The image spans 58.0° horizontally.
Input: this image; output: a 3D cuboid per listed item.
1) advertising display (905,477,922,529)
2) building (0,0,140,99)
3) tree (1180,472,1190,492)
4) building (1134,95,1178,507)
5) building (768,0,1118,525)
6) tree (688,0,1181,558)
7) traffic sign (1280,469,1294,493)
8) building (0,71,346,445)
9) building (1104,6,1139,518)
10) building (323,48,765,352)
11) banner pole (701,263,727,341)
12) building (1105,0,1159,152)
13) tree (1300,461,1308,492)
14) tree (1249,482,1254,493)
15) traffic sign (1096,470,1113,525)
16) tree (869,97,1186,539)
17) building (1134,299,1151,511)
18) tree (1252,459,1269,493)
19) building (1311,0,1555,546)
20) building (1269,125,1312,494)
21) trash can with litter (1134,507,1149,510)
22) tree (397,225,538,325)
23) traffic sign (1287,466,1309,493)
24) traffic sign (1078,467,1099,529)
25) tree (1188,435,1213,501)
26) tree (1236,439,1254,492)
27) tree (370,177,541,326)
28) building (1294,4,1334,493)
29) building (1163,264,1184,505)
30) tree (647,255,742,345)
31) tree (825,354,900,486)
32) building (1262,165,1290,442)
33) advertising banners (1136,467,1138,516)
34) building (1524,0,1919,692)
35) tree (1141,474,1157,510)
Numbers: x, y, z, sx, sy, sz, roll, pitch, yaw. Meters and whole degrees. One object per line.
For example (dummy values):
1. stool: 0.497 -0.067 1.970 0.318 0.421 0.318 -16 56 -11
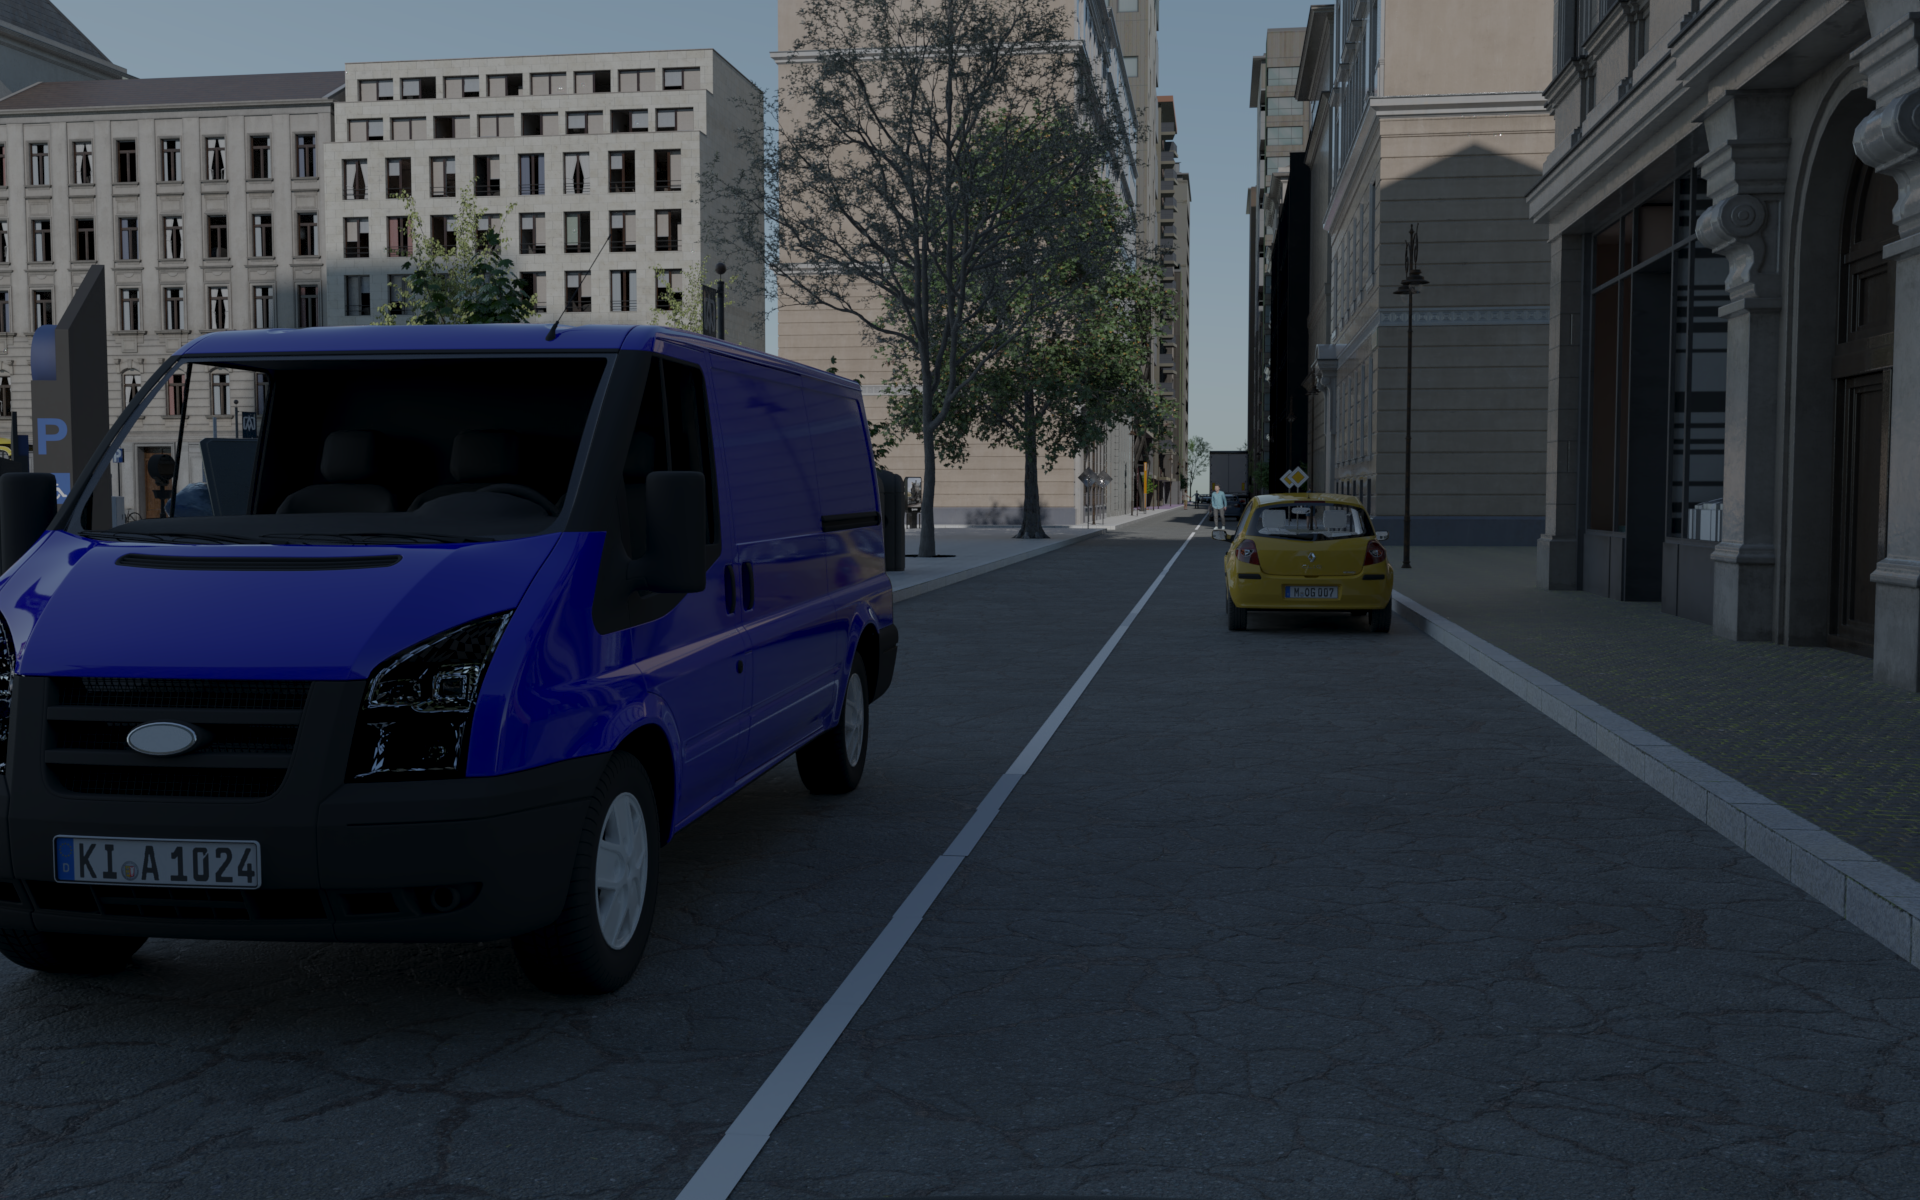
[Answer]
1. advertising display: -1.727 -3.598 64.041 0.123 1.923 0.974 2 4 32
2. building: -56.645 -18.386 87.998 23.554 28.519 14.401 1 4 9
3. tree: 27.767 -14.600 222.425 4.285 4.588 4.351 0 3 0
4. building: 12.333 -32.668 188.739 22.147 44.769 28.867 1 4 9
5. building: 0.080 -18.068 81.312 13.634 28.700 20.117 1 4 9
6. tree: -0.523 -7.610 34.790 12.009 13.543 11.850 0 3 0
7. traffic sign: 13.359 -4.074 70.258 0.795 2.450 0.064 1 4 9
8. building: -35.677 -14.261 82.324 18.267 20.994 9.793 1 4 9
9. building: 4.562 -20.080 105.802 11.434 29.767 29.804 1 4 9
10. building: -18.408 -13.721 79.087 16.860 20.320 10.420 1 4 9
11. banner pole: -2.630 -1.749 18.615 0.401 3.779 0.863 1 4 10
12. building: 4.514 -34.984 161.227 28.713 52.752 27.495 1 4 9
13. tree: 17.709 -5.656 87.074 1.663 3.219 1.824 0 3 0
14. tree: 38.966 -14.293 228.284 1.663 3.219 1.824 0 3 0
15. traffic sign: 5.903 -4.144 71.404 0.795 2.450 0.064 1 4 9
16. tree: 1.972 -8.126 49.860 9.611 12.733 9.660 0 3 0
17. building: 5.785 -16.026 129.481 16.820 18.784 16.811 1 4 9
18. tree: 26.362 -9.970 146.727 4.285 4.588 4.351 0 3 0
19. building: 17.845 -16.205 50.853 13.634 28.700 20.117 1 4 9
20. building: 26.376 -17.216 111.163 12.332 23.373 15.834 1 4 9
21. trash can with litter: 14.357 -7.833 139.127 2.233 1.210 1.678 2 4 26
22. tree: -3.323 -1.094 12.494 1.663 3.219 1.824 0 3 0
23. traffic sign: 12.163 -3.591 62.363 0.795 2.450 0.064 1 4 9
24. traffic sign: 4.707 -3.662 63.509 0.795 2.450 0.064 1 4 9
25. tree: 40.511 -23.082 303.138 9.928 11.665 9.643 0 3 0
26. tree: 39.043 -17.299 233.204 4.737 8.622 4.395 0 3 0
27. tree: -12.024 -5.535 40.864 4.737 8.622 4.395 0 3 0
28. building: 30.010 -14.794 75.173 30.059 22.955 16.112 1 4 9
29. building: 19.518 -26.794 209.782 14.160 30.474 14.107 1 4 9
30. tree: -8.635 -6.324 53.752 4.737 8.622 4.395 0 3 0
31. tree: -1.655 -1.795 23.949 1.663 3.219 1.824 0 3 0
32. building: 30.149 -21.014 130.973 14.401 28.519 23.554 1 4 9
33. advertising banners: 10.221 -6.334 99.752 0.090 3.025 2.074 0 4 6
34. building: 12.162 -10.425 21.366 10.553 20.767 40.483 1 4 9
35. tree: 15.566 -9.109 143.539 1.663 3.219 1.824 0 3 0
